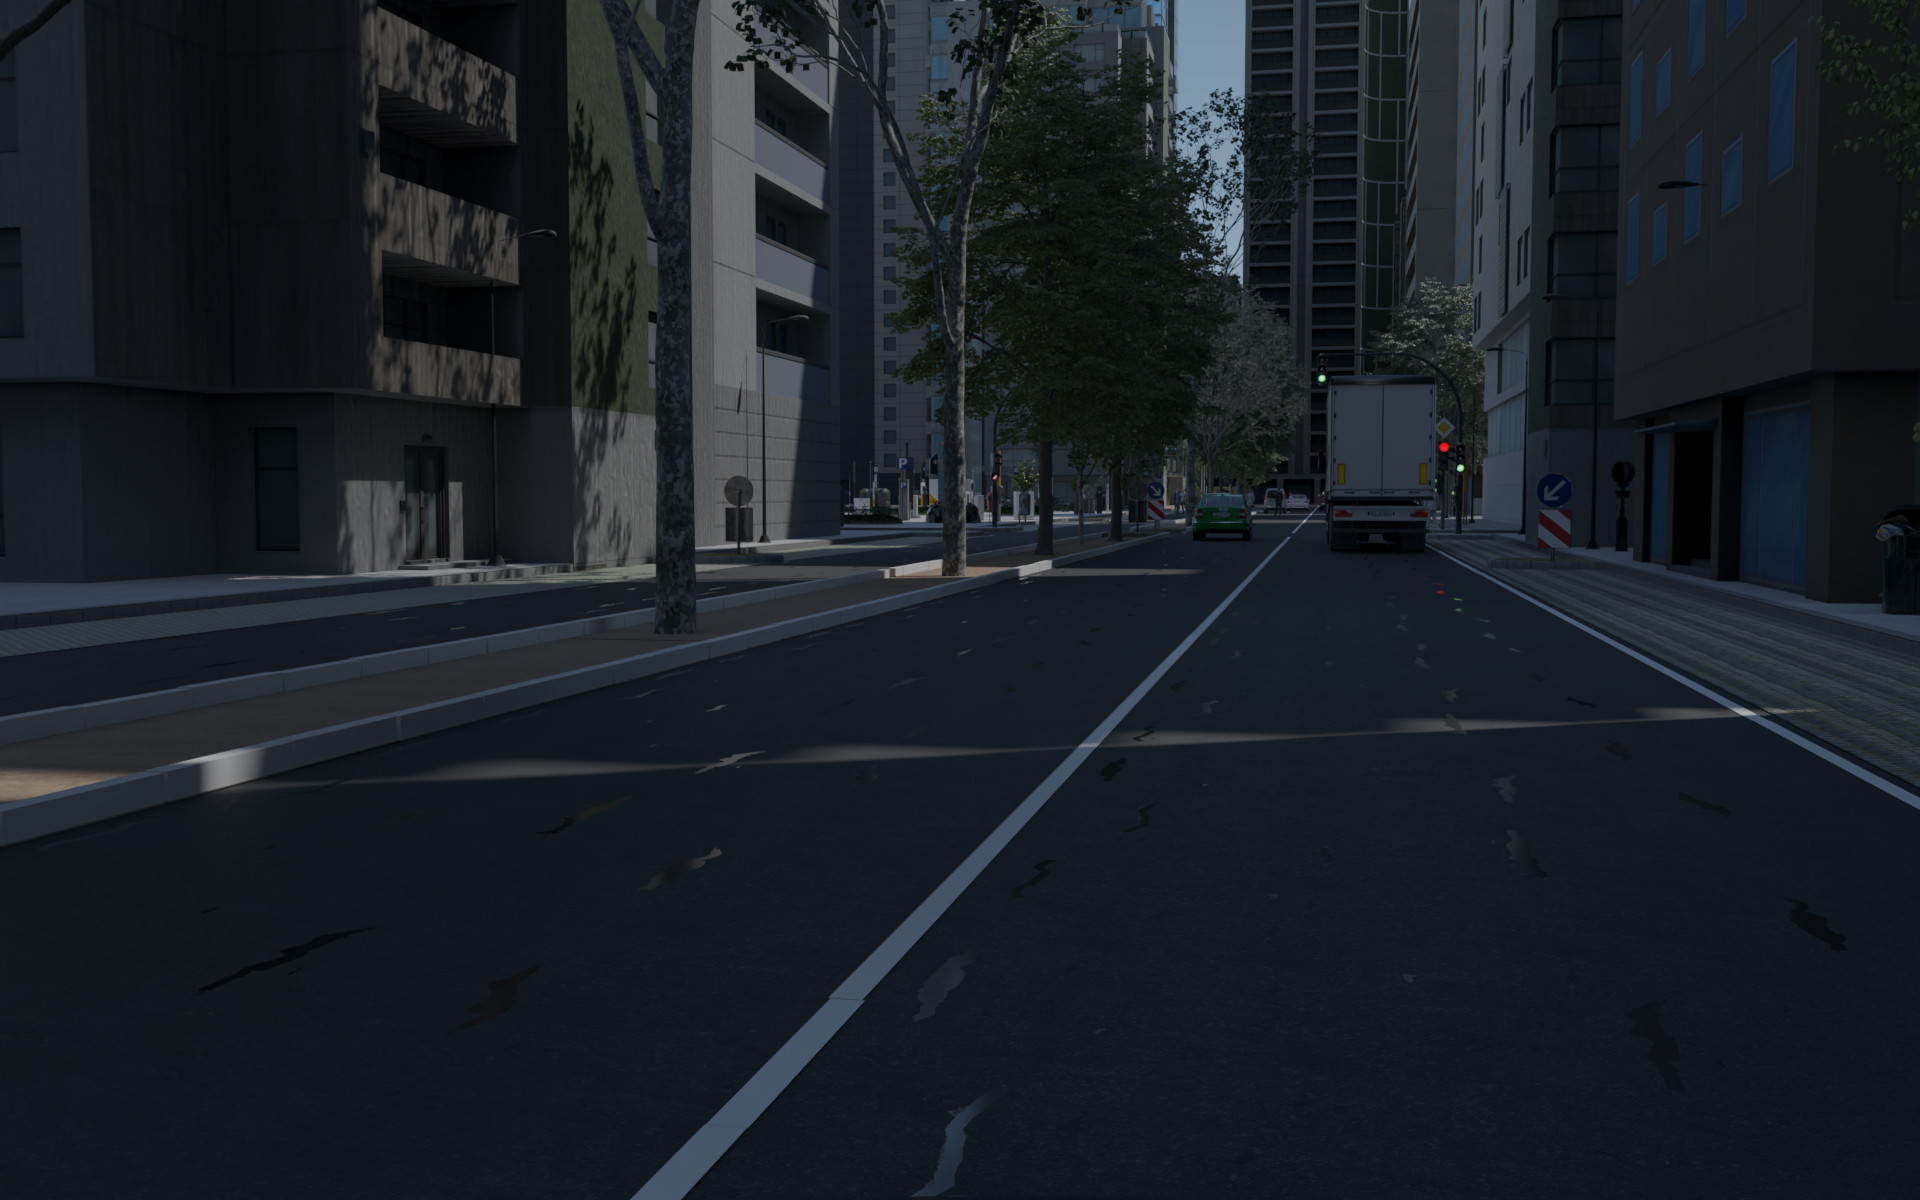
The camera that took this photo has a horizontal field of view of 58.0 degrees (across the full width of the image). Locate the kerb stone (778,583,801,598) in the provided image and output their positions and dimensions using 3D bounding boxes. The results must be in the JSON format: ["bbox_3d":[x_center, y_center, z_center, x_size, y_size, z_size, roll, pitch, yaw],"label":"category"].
[{"bbox_3d":[-2.454,-0.112,24.025,0.120,0.150,1.000,1,4,12],"label":"kerb stone"}]

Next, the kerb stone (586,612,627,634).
[{"bbox_3d":[-3.746,0.256,18.008,0.120,0.150,1.000,1,4,12],"label":"kerb stone"}]

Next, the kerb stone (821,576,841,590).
[{"bbox_3d":[-2.030,-0.234,26.024,0.120,0.150,1.000,1,4,12],"label":"kerb stone"}]

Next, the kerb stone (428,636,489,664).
[{"bbox_3d":[-4.393,0.444,14.983,0.120,0.150,1.000,1,4,12],"label":"kerb stone"}]

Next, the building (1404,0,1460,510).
[{"bbox_3d":[48.916,-31.927,145.711,21.300,48.544,21.600,1,4,12],"label":"building"}]

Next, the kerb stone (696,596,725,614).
[{"bbox_3d":[-3.106,0.072,21.012,0.120,0.150,1.000,1,4,12],"label":"kerb stone"}]

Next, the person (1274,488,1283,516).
[{"bbox_3d":[20.710,-6.391,112.775,0.659,1.850,0.755,-1,4,-12],"label":"person"}]

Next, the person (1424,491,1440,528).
[{"bbox_3d":[18.039,-3.527,66.045,0.514,1.842,0.818,-2,4,-31],"label":"person"}]

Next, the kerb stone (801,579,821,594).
[{"bbox_3d":[-2.242,-0.173,25.025,0.120,0.150,1.000,1,4,12],"label":"kerb stone"}]

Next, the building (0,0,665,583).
[{"bbox_3d":[-14.417,-15.823,30.407,14.160,30.474,14.107,1,4,12],"label":"building"}]

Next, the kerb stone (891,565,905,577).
[{"bbox_3d":[-1.173,-0.479,30.031,0.120,0.150,1.000,1,4,12],"label":"kerb stone"}]

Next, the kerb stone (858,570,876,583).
[{"bbox_3d":[-1.595,-0.357,28.031,0.120,0.150,1.000,1,4,12],"label":"kerb stone"}]

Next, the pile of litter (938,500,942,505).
[{"bbox_3d":[-1.863,-7.686,139.627,1.176,0.858,1.719,-3,5,-42],"label":"pile of litter"}]

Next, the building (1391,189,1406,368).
[{"bbox_3d":[48.826,-24.037,164.709,14.160,30.474,14.107,1,4,12],"label":"building"}]

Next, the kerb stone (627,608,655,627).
[{"bbox_3d":[-3.536,0.195,19.012,0.120,0.150,1.000,1,4,12],"label":"kerb stone"}]

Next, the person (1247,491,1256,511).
[{"bbox_3d":[21.874,-7.433,130.389,0.694,1.780,0.624,2,4,35],"label":"person"}]

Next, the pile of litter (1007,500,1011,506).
[{"bbox_3d":[3.860,-7.469,136.075,1.719,0.858,1.176,0,4,1],"label":"pile of litter"}]

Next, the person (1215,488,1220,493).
[{"bbox_3d":[15.790,-5.940,105.804,0.709,1.800,0.728,2,4,28],"label":"person"}]

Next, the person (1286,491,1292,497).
[{"bbox_3d":[38.737,-11.938,203.618,1.348,1.831,0.705,0,4,-3],"label":"person"}]

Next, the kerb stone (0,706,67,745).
[{"bbox_3d":[-5.455,0.747,9.982,0.120,0.150,1.000,1,4,12],"label":"kerb stone"}]

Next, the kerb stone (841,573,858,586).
[{"bbox_3d":[-1.817,-0.290,27.032,0.120,0.150,1.000,1,4,12],"label":"kerb stone"}]

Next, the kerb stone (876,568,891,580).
[{"bbox_3d":[-1.384,-0.415,29.031,0.120,0.150,1.000,1,4,12],"label":"kerb stone"}]

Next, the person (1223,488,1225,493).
[{"bbox_3d":[16.994,-6.308,111.907,0.678,1.792,0.850,2,4,25],"label":"person"}]

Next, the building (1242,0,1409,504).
[{"bbox_3d":[48.196,-48.337,228.557,20.611,71.187,20.563,1,4,12],"label":"building"}]

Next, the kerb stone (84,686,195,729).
[{"bbox_3d":[-5.242,0.692,10.982,0.120,0.150,1.000,1,4,12],"label":"kerb stone"}]

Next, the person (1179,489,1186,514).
[{"bbox_3d":[15.970,-7.057,124.373,0.782,1.767,0.515,3,5,43],"label":"person"}]

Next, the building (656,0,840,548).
[{"bbox_3d":[-18.363,-31.119,50.801,28.212,58.520,21.231,1,4,12],"label":"building"}]

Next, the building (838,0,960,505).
[{"bbox_3d":[-11.748,-47.305,211.694,20.611,71.187,20.563,1,4,12],"label":"building"}]

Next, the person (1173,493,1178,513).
[{"bbox_3d":[16.483,-7.528,131.761,0.721,1.800,0.419,-3,5,-40],"label":"person"}]

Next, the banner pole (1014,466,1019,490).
[{"bbox_3d":[4.636,-8.988,136.968,0.863,3.779,0.401,0,4,-5],"label":"banner pole"}]

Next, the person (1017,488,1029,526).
[{"bbox_3d":[2.792,-4.087,76.325,0.522,1.701,0.512,2,4,34],"label":"person"}]

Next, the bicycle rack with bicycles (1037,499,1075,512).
[{"bbox_3d":[6.903,-6.619,121.608,2.925,0.926,2.852,0,4,5],"label":"bicycle rack with bicycles"}]

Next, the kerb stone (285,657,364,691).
[{"bbox_3d":[-4.817,0.570,12.982,0.120,0.150,1.000,1,4,12],"label":"kerb stone"}]

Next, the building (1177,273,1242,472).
[{"bbox_3d":[30.128,-28.041,230.179,14.107,30.474,14.160,1,4,12],"label":"building"}]

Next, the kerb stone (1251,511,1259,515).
[{"bbox_3d":[21.360,-6.308,125.358,0.120,0.150,1.000,1,4,12],"label":"kerb stone"}]

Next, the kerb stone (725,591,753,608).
[{"bbox_3d":[-2.883,0.011,22.009,0.120,0.150,1.000,1,4,12],"label":"kerb stone"}]

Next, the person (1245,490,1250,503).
[{"bbox_3d":[21.812,-7.481,131.647,0.643,1.720,0.563,-1,4,-23],"label":"person"}]

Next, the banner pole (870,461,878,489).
[{"bbox_3d":[-6.632,-8.729,132.737,0.863,3.779,0.401,1,4,13],"label":"banner pole"}]

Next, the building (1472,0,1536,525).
[{"bbox_3d":[36.151,-29.531,72.064,27.495,52.752,28.713,1,4,12],"label":"building"}]

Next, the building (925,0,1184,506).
[{"bbox_3d":[9.613,-33.731,171.108,23.786,49.044,30.456,1,4,12],"label":"building"}]

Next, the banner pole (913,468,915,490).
[{"bbox_3d":[-4.118,-9.411,143.881,0.863,3.779,0.401,1,4,14],"label":"banner pole"}]

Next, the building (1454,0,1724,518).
[{"bbox_3d":[39.965,-28.293,112.698,14.600,45.320,14.200,1,4,12],"label":"building"}]

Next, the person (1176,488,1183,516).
[{"bbox_3d":[14.178,-6.312,111.885,0.526,1.800,0.537,2,4,32],"label":"person"}]

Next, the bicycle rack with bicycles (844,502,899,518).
[{"bbox_3d":[-4.128,-3.874,76.724,2.925,0.926,2.852,-1,4,-17],"label":"bicycle rack with bicycles"}]

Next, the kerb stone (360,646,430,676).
[{"bbox_3d":[-4.608,0.502,13.982,0.120,0.150,1.000,1,4,12],"label":"kerb stone"}]

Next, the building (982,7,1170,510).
[{"bbox_3d":[10.138,-28.424,148.331,14.154,41.232,14.086,1,4,12],"label":"building"}]

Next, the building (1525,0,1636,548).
[{"bbox_3d":[22.495,-16.790,46.214,14.160,30.474,14.107,1,4,12],"label":"building"}]

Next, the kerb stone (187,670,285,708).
[{"bbox_3d":[-5.037,0.625,11.983,0.120,0.150,1.000,1,4,12],"label":"kerb stone"}]

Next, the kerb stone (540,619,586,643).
[{"bbox_3d":[-3.962,0.318,16.997,0.120,0.150,1.000,1,4,12],"label":"kerb stone"}]

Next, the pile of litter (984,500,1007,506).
[{"bbox_3d":[2.374,-7.201,131.704,1.719,0.858,1.176,-1,4,-15],"label":"pile of litter"}]

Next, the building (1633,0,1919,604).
[{"bbox_3d":[17.982,-22.875,24.111,14.600,45.320,14.200,1,4,12],"label":"building"}]

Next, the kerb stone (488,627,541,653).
[{"bbox_3d":[-4.171,0.382,15.993,0.120,0.150,1.000,1,4,12],"label":"kerb stone"}]

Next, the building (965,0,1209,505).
[{"bbox_3d":[13.643,-54.655,206.284,31.000,86.520,22.319,1,4,12],"label":"building"}]

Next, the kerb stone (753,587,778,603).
[{"bbox_3d":[-2.673,-0.051,23.022,0.120,0.150,1.000,1,4,12],"label":"kerb stone"}]
